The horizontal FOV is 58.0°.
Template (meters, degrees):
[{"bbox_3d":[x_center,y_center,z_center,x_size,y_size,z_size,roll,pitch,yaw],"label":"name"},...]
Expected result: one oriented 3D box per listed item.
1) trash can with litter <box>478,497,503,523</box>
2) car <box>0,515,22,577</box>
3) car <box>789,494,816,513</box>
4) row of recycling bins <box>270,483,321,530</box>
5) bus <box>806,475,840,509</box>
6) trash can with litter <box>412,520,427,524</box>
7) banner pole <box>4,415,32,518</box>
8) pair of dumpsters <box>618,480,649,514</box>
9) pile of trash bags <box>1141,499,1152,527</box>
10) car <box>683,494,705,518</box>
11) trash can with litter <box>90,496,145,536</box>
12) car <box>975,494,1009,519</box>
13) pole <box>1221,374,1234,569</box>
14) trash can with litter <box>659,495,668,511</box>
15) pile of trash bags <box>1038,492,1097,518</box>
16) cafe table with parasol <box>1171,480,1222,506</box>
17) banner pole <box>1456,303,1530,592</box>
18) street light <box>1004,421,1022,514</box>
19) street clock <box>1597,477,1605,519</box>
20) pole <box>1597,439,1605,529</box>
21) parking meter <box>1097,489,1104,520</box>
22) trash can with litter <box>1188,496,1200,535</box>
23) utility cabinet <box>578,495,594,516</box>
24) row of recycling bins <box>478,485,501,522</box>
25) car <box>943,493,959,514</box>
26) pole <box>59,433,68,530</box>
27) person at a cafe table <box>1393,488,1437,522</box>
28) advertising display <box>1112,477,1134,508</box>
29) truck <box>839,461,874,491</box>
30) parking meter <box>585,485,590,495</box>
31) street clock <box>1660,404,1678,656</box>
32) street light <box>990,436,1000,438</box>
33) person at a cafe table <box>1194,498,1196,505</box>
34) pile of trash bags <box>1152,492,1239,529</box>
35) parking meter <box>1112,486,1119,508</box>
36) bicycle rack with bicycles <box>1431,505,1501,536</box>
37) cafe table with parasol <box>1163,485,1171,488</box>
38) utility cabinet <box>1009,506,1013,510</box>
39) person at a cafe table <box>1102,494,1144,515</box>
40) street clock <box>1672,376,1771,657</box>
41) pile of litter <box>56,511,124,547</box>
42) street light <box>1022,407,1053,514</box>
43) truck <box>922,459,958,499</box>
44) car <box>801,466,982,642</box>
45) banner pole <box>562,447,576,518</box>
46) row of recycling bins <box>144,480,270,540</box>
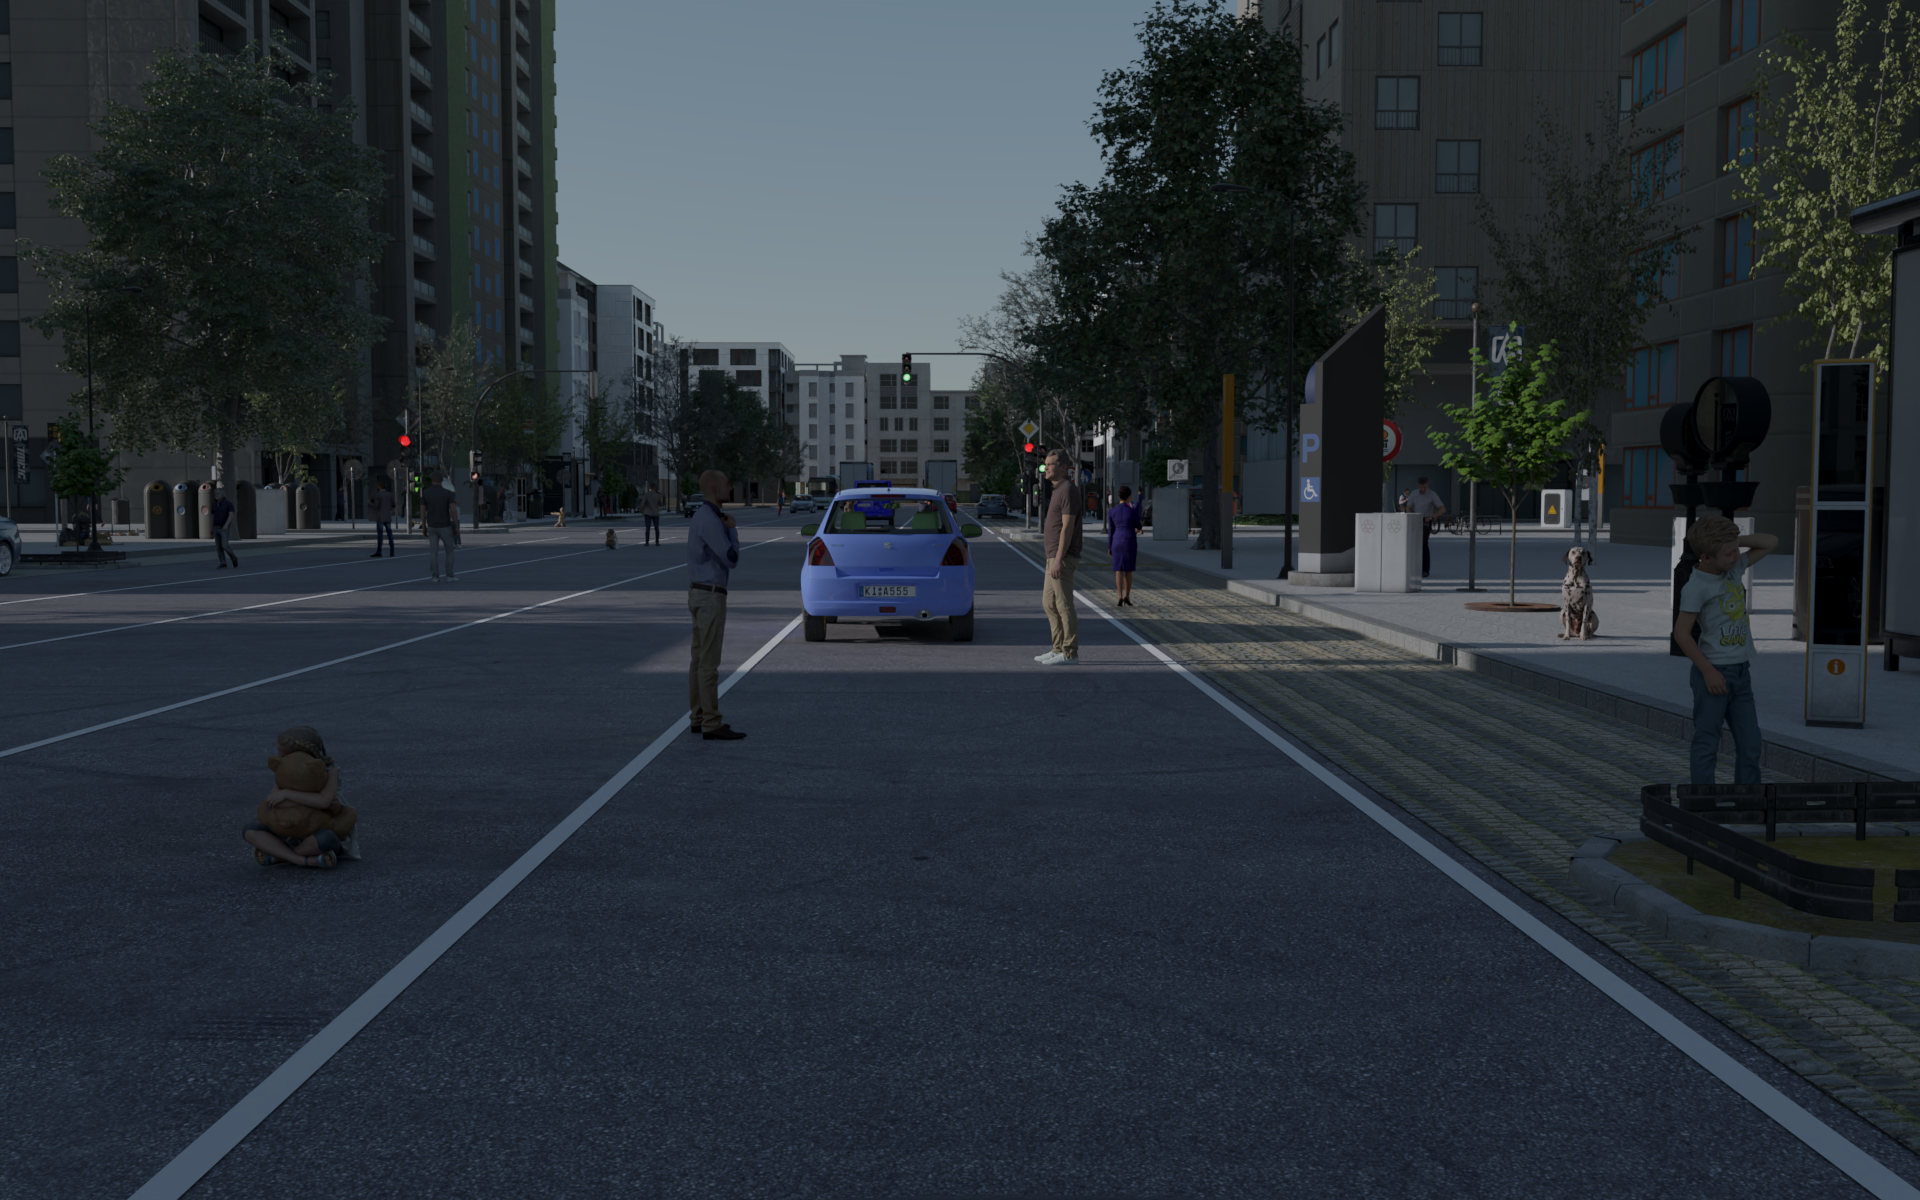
[{"bbox_3d":[-20.787,-3.986,76.551,1.055,1.170,0.624,-3,5,-39],"label":"trash can with litter"},{"bbox_3d":[-17.270,-1.008,28.478,2.014,1.417,4.499,0,4,-1],"label":"car"},{"bbox_3d":[-11.771,-7.220,130.042,2.014,1.417,4.499,0,4,-1],"label":"car"},{"bbox_3d":[-24.894,-3.458,63.654,3.534,1.692,1.069,2,4,27],"label":"row of recycling bins"},{"bbox_3d":[-12.463,-10.255,162.524,2.948,3.499,13.247,0,4,0],"label":"bus"},{"bbox_3d":[-22.585,-3.843,73.886,2.233,1.210,1.678,-1,4,-22],"label":"trash can with litter"},{"bbox_3d":[-30.137,-3.993,55.302,0.863,3.779,0.401,-1,4,-20],"label":"banner pole"},{"bbox_3d":[-21.776,-6.889,115.128,1.574,2.255,4.437,0,4,-1],"label":"pair of dumpsters"},{"bbox_3d":[7.087,-3.647,69.385,1.912,1.369,3.447,0,4,0],"label":"pile of trash bags"},{"bbox_3d":[-15.833,-5.873,105.814,2.009,1.686,4.222,0,4,-2],"label":"car"},{"bbox_3d":[-26.167,-2.577,53.195,2.233,1.210,1.678,-1,4,-10],"label":"trash can with litter"},{"bbox_3d":[1.887,-5.436,100.887,2.014,1.417,4.499,0,4,1],"label":"car"},{"bbox_3d":[4.575,-2.187,29.601,0.158,3.312,0.155,0,3,0],"label":"pole"},{"bbox_3d":[-23.579,-7.687,136.736,1.678,1.210,2.233,1,4,9],"label":"trash can with litter"},{"bbox_3d":[5.800,-5.049,92.299,3.447,1.369,1.912,2,4,29],"label":"pile of trash bags"},{"bbox_3d":[12.051,-4.804,83.416,2.610,1.966,2.610,-1,4,-22],"label":"cafe table with parasol"},{"bbox_3d":[6.987,-2.000,22.718,0.863,3.779,0.401,1,4,15],"label":"banner pole"},{"bbox_3d":[3.472,-8.400,109.876,1.470,5.913,1.316,0,4,-1],"label":"street light"},{"bbox_3d":[24.798,-3.827,67.135,0.358,2.002,0.471,3,5,42],"label":"street clock"},{"bbox_3d":[23.608,-4.277,63.768,0.158,3.312,0.155,0,3,0],"label":"pole"},{"bbox_3d":[6.956,-4.722,85.607,0.372,1.533,0.369,0,3,0],"label":"parking meter"},{"bbox_3d":[7.285,-2.715,55.447,1.678,1.210,2.233,0,4,-4],"label":"trash can with litter"},{"bbox_3d":[-22.234,-5.605,102.803,0.306,1.237,1.020,3,5,43],"label":"utility cabinet"},{"bbox_3d":[-21.898,-4.497,80.635,1.069,1.692,3.534,-1,4,-12],"label":"row of recycling bins"},{"bbox_3d":[-1.143,-7.287,128.190,2.155,1.783,4.494,0,4,-2],"label":"car"},{"bbox_3d":[-28.199,-3.708,54.462,0.158,3.312,0.155,0,3,0],"label":"pole"},{"bbox_3d":[18.509,-3.806,70.749,1.622,1.524,1.698,3,5,45],"label":"person at a cafe table"},{"bbox_3d":[6.286,-3.731,66.208,0.974,1.923,0.123,0,4,-8],"label":"advertising display"},{"bbox_3d":[-9.047,-10.105,154.132,2.839,4.237,11.283,0,4,1],"label":"truck"},{"bbox_3d":[-22.957,-6.166,106.518,0.399,1.863,0.255,1,4,15],"label":"parking meter"},{"bbox_3d":[5.763,-0.556,13.659,0.471,2.002,0.358,-1,4,-22],"label":"street clock"},{"bbox_3d":[3.129,-10.178,138.952,1.470,5.913,1.316,0,4,-1],"label":"street light"},{"bbox_3d":[12.286,-5.183,95.597,1.698,1.238,1.726,-2,4,-30],"label":"person at a cafe table"},{"bbox_3d":[9.199,-3.391,65.192,1.912,1.369,3.447,-2,4,-35],"label":"pile of trash bags"},{"bbox_3d":[5.096,-2.910,55.984,0.372,1.533,0.369,0,3,0],"label":"parking meter"},{"bbox_3d":[15.561,-2.527,54.697,2.925,0.926,2.852,-2,4,-31],"label":"bicycle rack with bicycles"},{"bbox_3d":[11.101,-5.059,87.585,2.610,1.966,2.610,-2,4,-34],"label":"cafe table with parasol"},{"bbox_3d":[4.477,-7.964,138.896,0.318,1.500,1.173,-3,5,-41],"label":"utility cabinet"},{"bbox_3d":[6.886,-3.997,73.863,1.622,1.524,1.698,1,4,15],"label":"person at a cafe table"},{"bbox_3d":[4.753,-0.377,10.729,0.358,2.002,0.471,-1,4,-12],"label":"street clock"},{"bbox_3d":[-21.606,-1.774,42.971,1.719,0.858,1.176,-3,5,-44],"label":"pile of litter"},{"bbox_3d":[3.767,-6.620,80.782,1.470,5.913,1.316,0,4,-1],"label":"street light"},{"bbox_3d":[-1.659,-9.598,145.844,2.839,4.237,11.283,0,4,-2],"label":"truck"},{"bbox_3d":[-0.722,-0.522,18.129,1.945,1.707,3.694,0,4,-1],"label":"car"},{"bbox_3d":[-20.585,-6.206,91.483,0.863,3.779,0.401,-2,4,-28],"label":"banner pole"},{"bbox_3d":[-21.726,-2.596,49.559,3.534,1.692,1.069,1,4,14],"label":"row of recycling bins"}]
